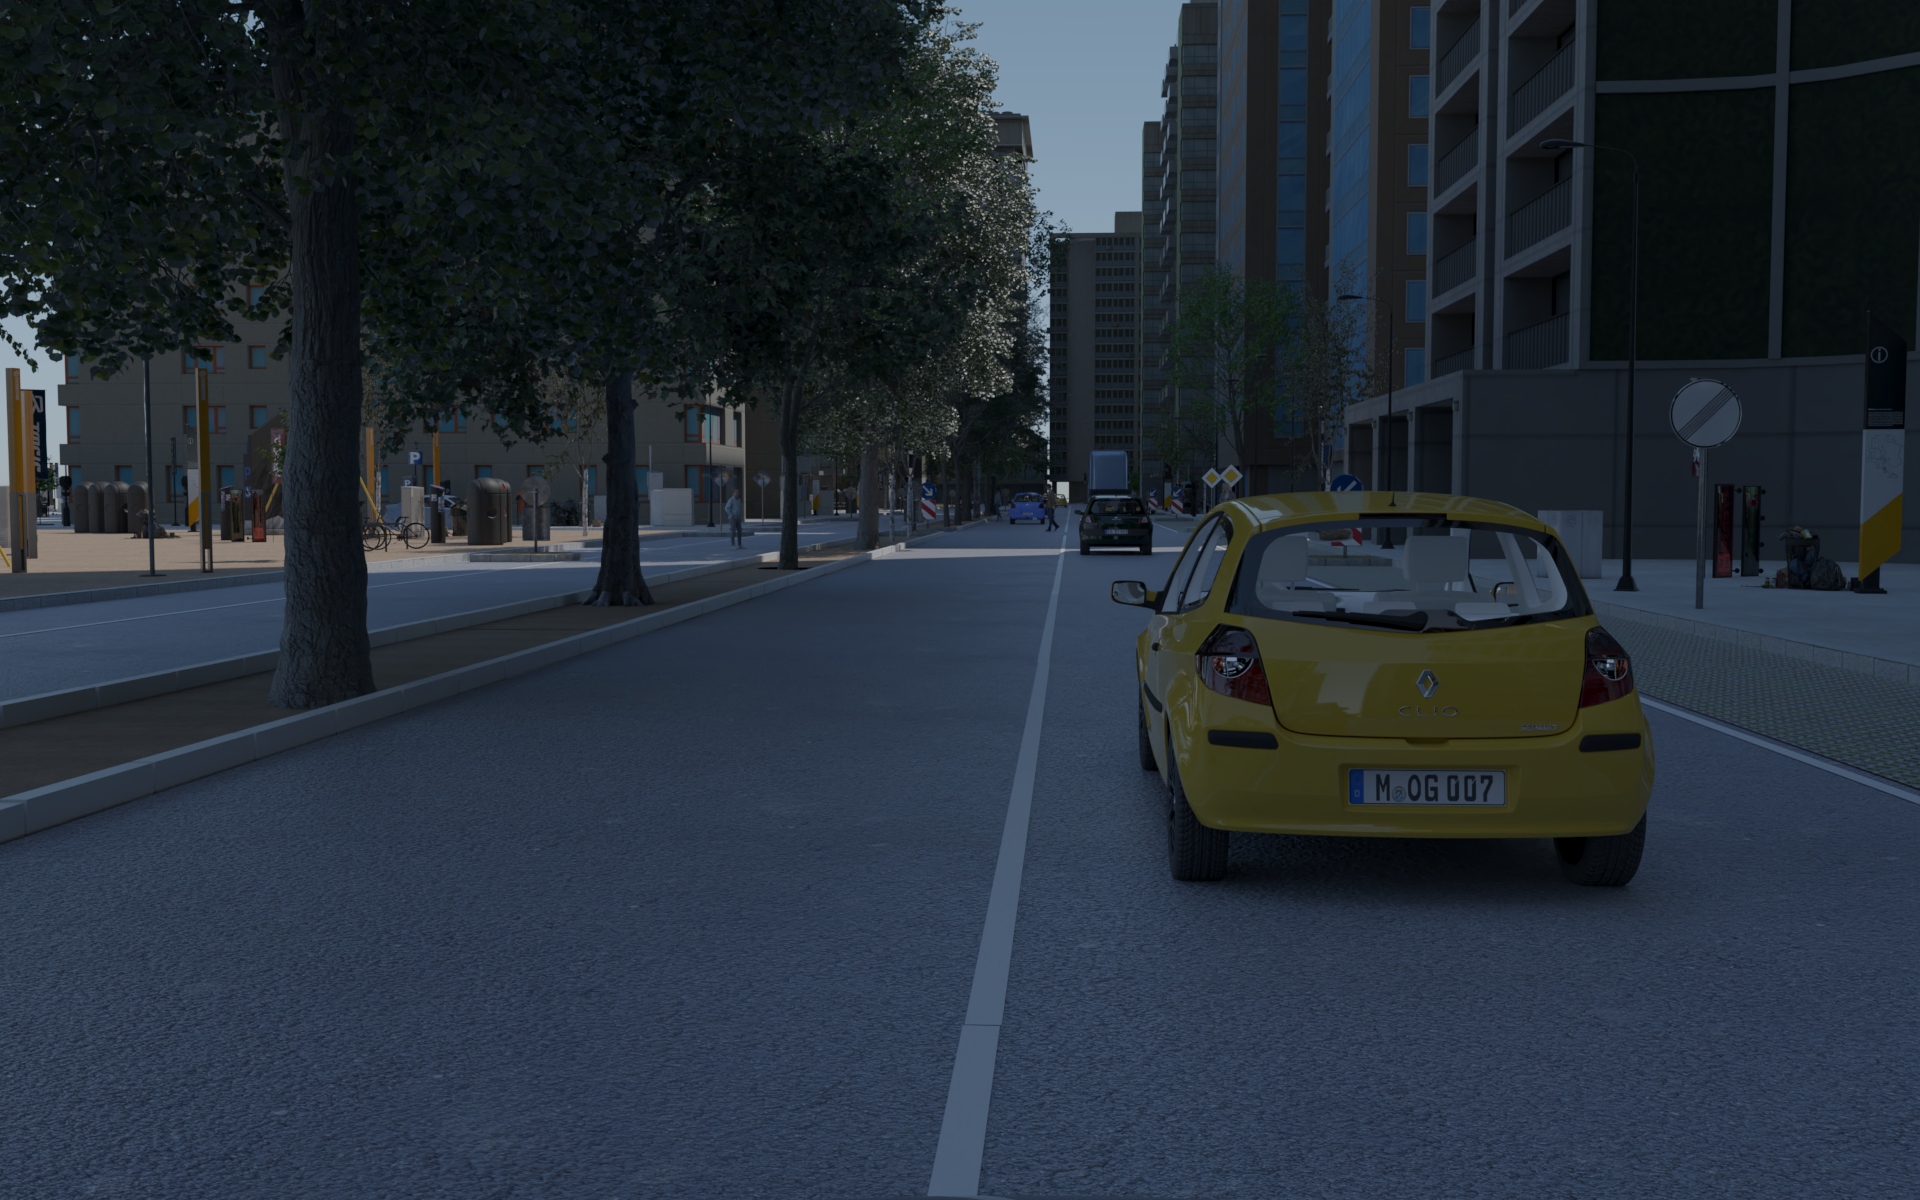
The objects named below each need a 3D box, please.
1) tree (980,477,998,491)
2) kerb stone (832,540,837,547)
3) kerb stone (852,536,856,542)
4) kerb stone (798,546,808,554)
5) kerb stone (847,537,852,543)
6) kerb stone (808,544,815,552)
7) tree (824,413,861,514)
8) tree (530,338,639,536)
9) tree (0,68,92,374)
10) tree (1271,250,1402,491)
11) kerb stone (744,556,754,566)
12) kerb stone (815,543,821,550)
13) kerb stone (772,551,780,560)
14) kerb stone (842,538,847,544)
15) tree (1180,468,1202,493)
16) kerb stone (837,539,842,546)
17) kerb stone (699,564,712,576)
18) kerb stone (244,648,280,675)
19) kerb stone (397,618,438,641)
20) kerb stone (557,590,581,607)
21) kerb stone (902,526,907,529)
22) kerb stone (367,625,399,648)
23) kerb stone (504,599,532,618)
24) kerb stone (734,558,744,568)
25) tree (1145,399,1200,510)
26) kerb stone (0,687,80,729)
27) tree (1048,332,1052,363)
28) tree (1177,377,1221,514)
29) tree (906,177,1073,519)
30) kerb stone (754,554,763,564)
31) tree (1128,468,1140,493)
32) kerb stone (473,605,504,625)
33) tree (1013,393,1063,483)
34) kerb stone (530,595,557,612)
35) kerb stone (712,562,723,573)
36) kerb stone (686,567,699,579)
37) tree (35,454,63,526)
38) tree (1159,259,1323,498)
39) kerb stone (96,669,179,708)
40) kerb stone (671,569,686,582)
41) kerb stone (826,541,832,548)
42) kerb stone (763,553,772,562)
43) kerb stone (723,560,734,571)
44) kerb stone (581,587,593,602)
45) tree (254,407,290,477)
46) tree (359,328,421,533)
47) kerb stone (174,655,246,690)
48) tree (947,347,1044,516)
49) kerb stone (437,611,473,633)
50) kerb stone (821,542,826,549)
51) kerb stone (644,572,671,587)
[{"bbox_3d":[2.599,-10.732,128.284,4.360,8.622,3.978,0,3,0],"label":"tree"},{"bbox_3d":[-3.524,-1.503,46.797,0.120,0.150,1.000,0,4,4],"label":"kerb stone"},{"bbox_3d":[-3.250,-1.750,50.890,0.120,0.150,1.000,0,4,4],"label":"kerb stone"},{"bbox_3d":[-3.849,-1.190,41.694,0.120,0.150,1.000,0,4,4],"label":"kerb stone"},{"bbox_3d":[-3.316,-1.691,49.859,0.120,0.150,1.000,0,4,4],"label":"kerb stone"},{"bbox_3d":[-3.781,-1.250,42.714,0.120,0.150,1.000,0,4,4],"label":"kerb stone"},{"bbox_3d":[-7.216,-9.900,112.227,4.737,8.622,4.395,0,3,0],"label":"tree"},{"bbox_3d":[-11.434,-6.247,52.508,4.360,8.622,3.978,0,3,0],"label":"tree"},{"bbox_3d":[-12.948,-4.366,21.743,4.737,8.622,4.395,0,3,0],"label":"tree"},{"bbox_3d":[11.383,-6.293,53.256,4.360,8.622,3.978,0,3,0],"label":"tree"},{"bbox_3d":[-4.310,-0.751,34.546,0.120,0.150,1.000,0,4,4],"label":"kerb stone"},{"bbox_3d":[-3.705,-1.317,43.733,0.120,0.150,1.000,0,4,4],"label":"kerb stone"},{"bbox_3d":[-4.109,-0.941,37.605,0.120,0.150,1.000,0,4,4],"label":"kerb stone"},{"bbox_3d":[-3.382,-1.627,48.839,0.120,0.150,1.000,0,4,4],"label":"kerb stone"},{"bbox_3d":[16.963,-8.101,127.047,1.663,3.219,1.824,0,3,0],"label":"tree"},{"bbox_3d":[-3.448,-1.567,47.819,0.120,0.150,1.000,0,4,4],"label":"kerb stone"},{"bbox_3d":[-4.578,-0.505,30.450,0.120,0.150,1.000,0,4,4],"label":"kerb stone"},{"bbox_3d":[-5.639,0.496,14.092,0.120,0.150,1.000,0,4,4],"label":"kerb stone"},{"bbox_3d":[-5.440,0.308,17.157,0.120,0.150,1.000,0,4,4],"label":"kerb stone"},{"bbox_3d":[-5.107,0.005,22.258,0.120,0.150,1.000,0,4,4],"label":"kerb stone"},{"bbox_3d":[-2.091,-2.851,68.814,0.120,0.150,1.000,0,4,4],"label":"kerb stone"},{"bbox_3d":[-5.506,0.374,16.138,0.120,0.150,1.000,0,4,4],"label":"kerb stone"},{"bbox_3d":[-5.246,0.125,20.217,0.120,0.150,1.000,0,4,4],"label":"kerb stone"},{"bbox_3d":[-4.379,-0.689,33.513,0.120,0.150,1.000,0,4,4],"label":"kerb stone"},{"bbox_3d":[16.570,-11.314,135.346,4.737,8.622,4.395,0,3,0],"label":"tree"},{"bbox_3d":[-5.840,0.683,11.021,0.120,0.150,1.000,0,4,4],"label":"kerb stone"},{"bbox_3d":[0.284,-11.047,89.735,9.857,13.997,8.962,0,3,0],"label":"tree"},{"bbox_3d":[15.613,-9.679,108.609,4.360,8.622,3.978,0,3,0],"label":"tree"},{"bbox_3d":[-0.183,-14.836,100.913,12.611,20.169,13.585,0,3,0],"label":"tree"},{"bbox_3d":[-4.241,-0.815,35.565,0.120,0.150,1.000,0,4,4],"label":"kerb stone"},{"bbox_3d":[22.342,-14.343,218.216,4.285,4.588,4.351,0,3,0],"label":"tree"},{"bbox_3d":[-5.306,0.188,19.197,0.120,0.150,1.000,0,4,4],"label":"kerb stone"},{"bbox_3d":[2.354,-12.252,119.777,9.611,12.733,9.660,0,3,0],"label":"tree"},{"bbox_3d":[-5.177,0.059,21.238,0.120,0.150,1.000,0,4,4],"label":"kerb stone"},{"bbox_3d":[-4.506,-0.567,31.473,0.120,0.150,1.000,0,4,4],"label":"kerb stone"},{"bbox_3d":[-4.645,-0.442,29.419,0.120,0.150,1.000,0,4,4],"label":"kerb stone"},{"bbox_3d":[-37.811,-4.667,70.908,1.663,3.219,1.824,0,3,0],"label":"tree"},{"bbox_3d":[12.518,-9.278,77.449,9.928,11.665,9.643,0,3,0],"label":"tree"},{"bbox_3d":[-5.761,0.621,12.040,0.120,0.150,1.000,0,4,4],"label":"kerb stone"},{"bbox_3d":[-4.705,-0.374,28.397,0.120,0.150,1.000,0,4,4],"label":"kerb stone"},{"bbox_3d":[-3.585,-1.441,45.776,0.120,0.150,1.000,0,4,4],"label":"kerb stone"},{"bbox_3d":[-4.174,-0.880,36.585,0.120,0.150,1.000,0,4,4],"label":"kerb stone"},{"bbox_3d":[-4.442,-0.627,32.493,0.120,0.150,1.000,0,4,4],"label":"kerb stone"},{"bbox_3d":[-5.041,-0.063,23.290,0.120,0.150,1.000,0,4,4],"label":"kerb stone"},{"bbox_3d":[-12.435,-2.375,33.432,1.663,3.219,1.824,0,3,0],"label":"tree"},{"bbox_3d":[-19.252,-6.540,57.285,4.360,8.622,3.978,0,3,0],"label":"tree"},{"bbox_3d":[-5.700,0.559,13.063,0.120,0.150,1.000,0,4,4],"label":"kerb stone"},{"bbox_3d":[1.681,-11.657,111.175,7.486,12.596,7.792,0,3,0],"label":"tree"},{"bbox_3d":[-5.370,0.247,18.177,0.120,0.150,1.000,0,4,4],"label":"kerb stone"},{"bbox_3d":[-3.649,-1.378,44.753,0.120,0.150,1.000,0,4,4],"label":"kerb stone"},{"bbox_3d":[-4.788,-0.317,27.378,0.120,0.150,1.000,0,4,4],"label":"kerb stone"}]
